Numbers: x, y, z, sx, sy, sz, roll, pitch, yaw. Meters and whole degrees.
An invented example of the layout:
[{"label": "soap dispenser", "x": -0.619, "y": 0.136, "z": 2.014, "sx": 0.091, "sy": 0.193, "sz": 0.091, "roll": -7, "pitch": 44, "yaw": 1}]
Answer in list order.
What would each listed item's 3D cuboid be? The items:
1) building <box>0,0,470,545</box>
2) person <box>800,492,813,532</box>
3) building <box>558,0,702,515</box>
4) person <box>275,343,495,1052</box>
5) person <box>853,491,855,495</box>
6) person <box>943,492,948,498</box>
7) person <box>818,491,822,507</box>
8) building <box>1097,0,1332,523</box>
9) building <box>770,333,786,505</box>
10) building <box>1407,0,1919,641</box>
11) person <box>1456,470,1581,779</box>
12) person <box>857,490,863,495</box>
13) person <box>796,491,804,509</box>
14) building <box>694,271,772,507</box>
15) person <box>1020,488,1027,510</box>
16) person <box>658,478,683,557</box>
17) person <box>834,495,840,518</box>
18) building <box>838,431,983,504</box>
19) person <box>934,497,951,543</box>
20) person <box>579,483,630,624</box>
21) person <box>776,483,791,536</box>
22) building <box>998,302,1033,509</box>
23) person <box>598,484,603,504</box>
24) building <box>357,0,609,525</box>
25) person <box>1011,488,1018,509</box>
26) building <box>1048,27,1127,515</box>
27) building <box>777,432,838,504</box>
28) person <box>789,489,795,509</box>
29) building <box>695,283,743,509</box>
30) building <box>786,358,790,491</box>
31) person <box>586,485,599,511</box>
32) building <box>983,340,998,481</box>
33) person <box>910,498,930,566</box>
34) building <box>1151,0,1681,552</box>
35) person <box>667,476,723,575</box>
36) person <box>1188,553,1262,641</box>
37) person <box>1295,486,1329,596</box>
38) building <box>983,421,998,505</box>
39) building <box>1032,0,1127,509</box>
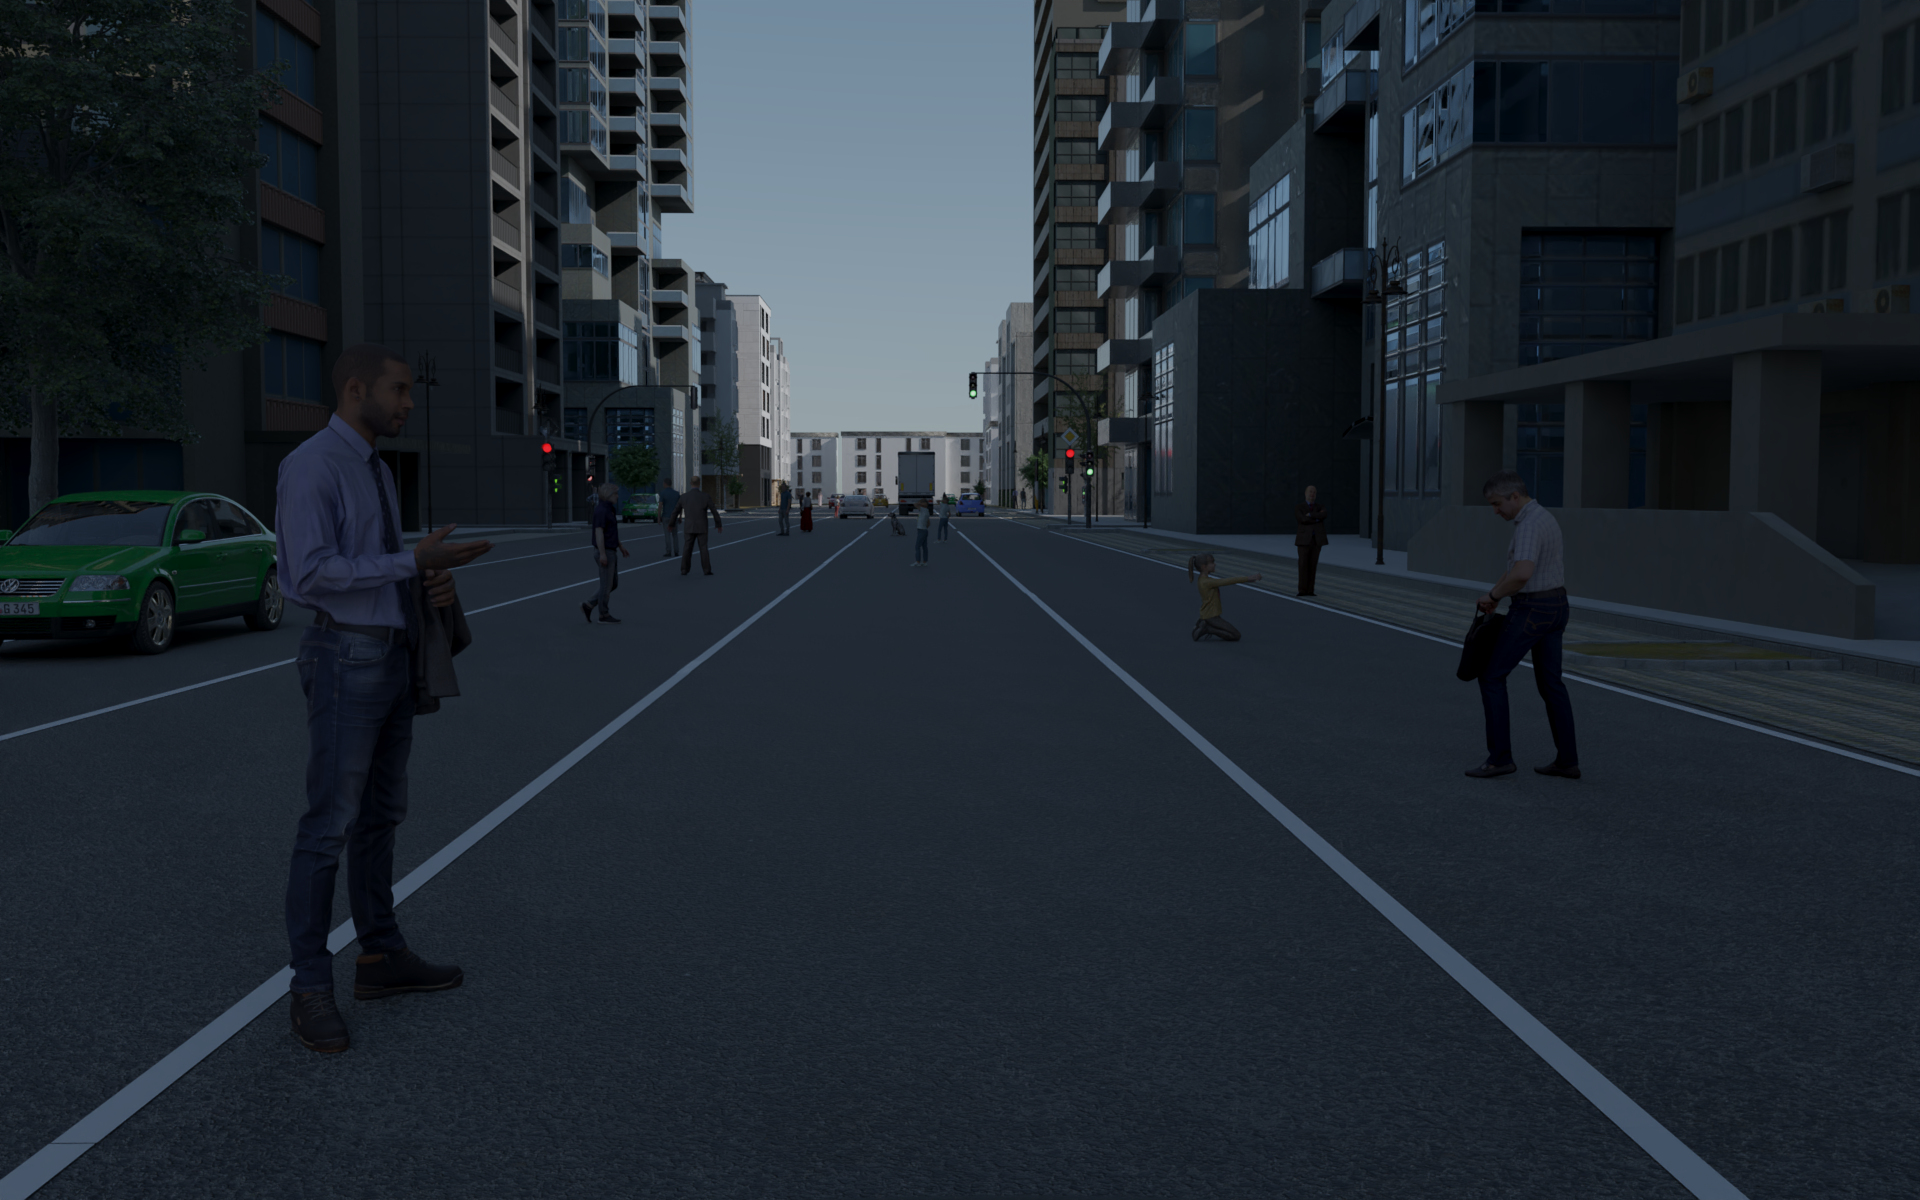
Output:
[{"label": "building", "x": -31.512, "y": -24.130, "z": 49.147, "sx": 28.867, "sy": 44.769, "sz": 22.147, "roll": 0, "pitch": 4, "yaw": -1}, {"label": "person", "x": -5.755, "y": -3.307, "z": 65.030, "sx": 0.523, "sy": 1.526, "sz": 0.387, "roll": -3, "pitch": 5, "yaw": -43}, {"label": "building", "x": -28.967, "y": -49.208, "z": 117.221, "sx": 22.319, "sy": 86.520, "sz": 31.000, "roll": 0, "pitch": 4, "yaw": -1}, {"label": "person", "x": -1.517, "y": 0.223, "z": 4.720, "sx": 0.599, "sy": 1.838, "sz": 0.709, "roll": 0, "pitch": 4, "yaw": 4}, {"label": "person", "x": -13.149, "y": -12.568, "z": 214.124, "sx": 0.705, "sy": 1.807, "sz": 1.348, "roll": 1, "pitch": 4, "yaw": 19}, {"label": "person", "x": -1.538, "y": -10.385, "z": 179.769, "sx": 0.593, "sy": 1.643, "sz": 0.415, "roll": -3, "pitch": 5, "yaw": -40}, {"label": "person", "x": -15.979, "y": -11.552, "z": 198.039, "sx": 0.551, "sy": 1.740, "sz": 0.621, "roll": 1, "pitch": 4, "yaw": 17}, {"label": "building", "x": 21.774, "y": -28.246, "z": 81.428, "sx": 30.456, "sy": 49.044, "sz": 23.786, "roll": 0, "pitch": 4, "yaw": -1}, {"label": "building", "x": -28.669, "y": -20.884, "z": 197.873, "sx": 16.016, "sy": 20.091, "sz": 11.380, "roll": 0, "pitch": 4, "yaw": -1}, {"label": "building", "x": 23.784, "y": -20.150, "z": 21.328, "sx": 32.217, "sy": 40.220, "sz": 23.993, "roll": 0, "pitch": 4, "yaw": -1}, {"label": "person", "x": 2.819, "y": 0.122, "z": 8.710, "sx": 0.590, "sy": 1.554, "sz": 0.614, "roll": 2, "pitch": 4, "yaw": 25}, {"label": "person", "x": -10.180, "y": -10.265, "z": 176.344, "sx": 1.348, "sy": 1.823, "sz": 0.705, "roll": 0, "pitch": 4, "yaw": 3}, {"label": "person", "x": -15.436, "y": -9.644, "z": 166.989, "sx": 0.742, "sy": 1.727, "sz": 0.445, "roll": 0, "pitch": 4, "yaw": 3}, {"label": "building", "x": -34.384, "y": -20.257, "z": 175.178, "sx": 27.936, "sy": 21.610, "sz": 32.646, "roll": 0, "pitch": 4, "yaw": -1}, {"label": "person", "x": 5.198, "y": -8.250, "z": 141.063, "sx": 0.434, "sy": 1.807, "sz": 0.598, "roll": -3, "pitch": 5, "yaw": -42}, {"label": "person", "x": -6.657, "y": -1.903, "z": 39.747, "sx": 0.598, "sy": 1.807, "sz": 0.434, "roll": -1, "pitch": 4, "yaw": -23}, {"label": "person", "x": -7.471, "y": -5.659, "z": 104.938, "sx": 0.435, "sy": 1.345, "sz": 0.340, "roll": 1, "pitch": 4, "yaw": 21}, {"label": "building", "x": -2.005, "y": -17.983, "z": 236.172, "sx": 28.070, "sy": 9.664, "sz": 9.099, "roll": 0, "pitch": 4, "yaw": -1}, {"label": "person", "x": -0.518, "y": -2.340, "z": 50.661, "sx": 0.340, "sy": 1.345, "sz": 0.435, "roll": 3, "pitch": 5, "yaw": 44}, {"label": "person", "x": -3.943, "y": -0.516, "z": 19.146, "sx": 0.471, "sy": 1.553, "sz": 0.569, "roll": 2, "pitch": 4, "yaw": 28}, {"label": "person", "x": -6.064, "y": -3.114, "z": 59.540, "sx": 0.434, "sy": 1.807, "sz": 0.598, "roll": -2, "pitch": 4, "yaw": -28}, {"label": "building", "x": 12.829, "y": -18.475, "z": 168.530, "sx": 16.747, "sy": 18.905, "sz": 31.486, "roll": 0, "pitch": 4, "yaw": -1}, {"label": "person", "x": -10.204, "y": -2.480, "z": 49.778, "sx": 0.376, "sy": 1.734, "sz": 0.841, "roll": 1, "pitch": 4, "yaw": 9}, {"label": "building", "x": -27.679, "y": -39.246, "z": 79.921, "sx": 20.563, "sy": 71.187, "sz": 20.611, "roll": 0, "pitch": 4, "yaw": -1}, {"label": "person", "x": 4.782, "y": -8.949, "z": 152.228, "sx": 0.709, "sy": 1.838, "sz": 0.599, "roll": -3, "pitch": 4, "yaw": -36}, {"label": "building", "x": 12.558, "y": -20.774, "z": 111.361, "sx": 14.160, "sy": 30.474, "sz": 14.107, "roll": 0, "pitch": 4, "yaw": -1}, {"label": "building", "x": -30.720, "y": -17.956, "z": 235.723, "sx": 28.070, "sy": 9.664, "sz": 9.099, "roll": 0, "pitch": 4, "yaw": -1}, {"label": "person", "x": -15.936, "y": -9.465, "z": 162.881, "sx": 0.705, "sy": 1.869, "sz": 1.348, "roll": -2, "pitch": 4, "yaw": -30}, {"label": "building", "x": -27.575, "y": -18.135, "z": 152.928, "sx": 16.016, "sy": 20.091, "sz": 11.380, "roll": 0, "pitch": 4, "yaw": -1}, {"label": "building", "x": -27.051, "y": -21.931, "z": 214.984, "sx": 11.380, "sy": 20.091, "sz": 16.016, "roll": 0, "pitch": 4, "yaw": -1}, {"label": "person", "x": -11.742, "y": -2.890, "z": 56.471, "sx": 0.841, "sy": 1.734, "sz": 0.376, "roll": 2, "pitch": 4, "yaw": 28}, {"label": "building", "x": 10.987, "y": -22.126, "z": 218.184, "sx": 16.016, "sy": 20.091, "sz": 11.380, "roll": 0, "pitch": 4, "yaw": -1}, {"label": "person", "x": -0.790, "y": -1.345, "z": 34.393, "sx": 0.340, "sy": 1.345, "sz": 0.435, "roll": 1, "pitch": 4, "yaw": 11}, {"label": "building", "x": 18.733, "y": -44.929, "z": 47.268, "sx": 22.319, "sy": 86.520, "sz": 31.000, "roll": 0, "pitch": 4, "yaw": -1}, {"label": "person", "x": -4.686, "y": -1.321, "z": 30.653, "sx": 0.990, "sy": 1.755, "sz": 0.434, "roll": 0, "pitch": 4, "yaw": 4}, {"label": "person", "x": 2.576, "y": -0.030, "z": 16.909, "sx": 0.695, "sy": 0.859, "sz": 0.347, "roll": 0, "pitch": 4, "yaw": 2}, {"label": "person", "x": 4.907, "y": -0.818, "z": 24.152, "sx": 0.482, "sy": 1.546, "sz": 0.388, "roll": 0, "pitch": 4, "yaw": 1}, {"label": "building", "x": 7.997, "y": -15.691, "z": 198.689, "sx": 9.099, "sy": 9.664, "sz": 28.070, "roll": 0, "pitch": 4, "yaw": -1}, {"label": "building", "x": 17.126, "y": -31.379, "z": 136.741, "sx": 21.300, "sy": 48.544, "sz": 21.600, "roll": 0, "pitch": 4, "yaw": -1}]
